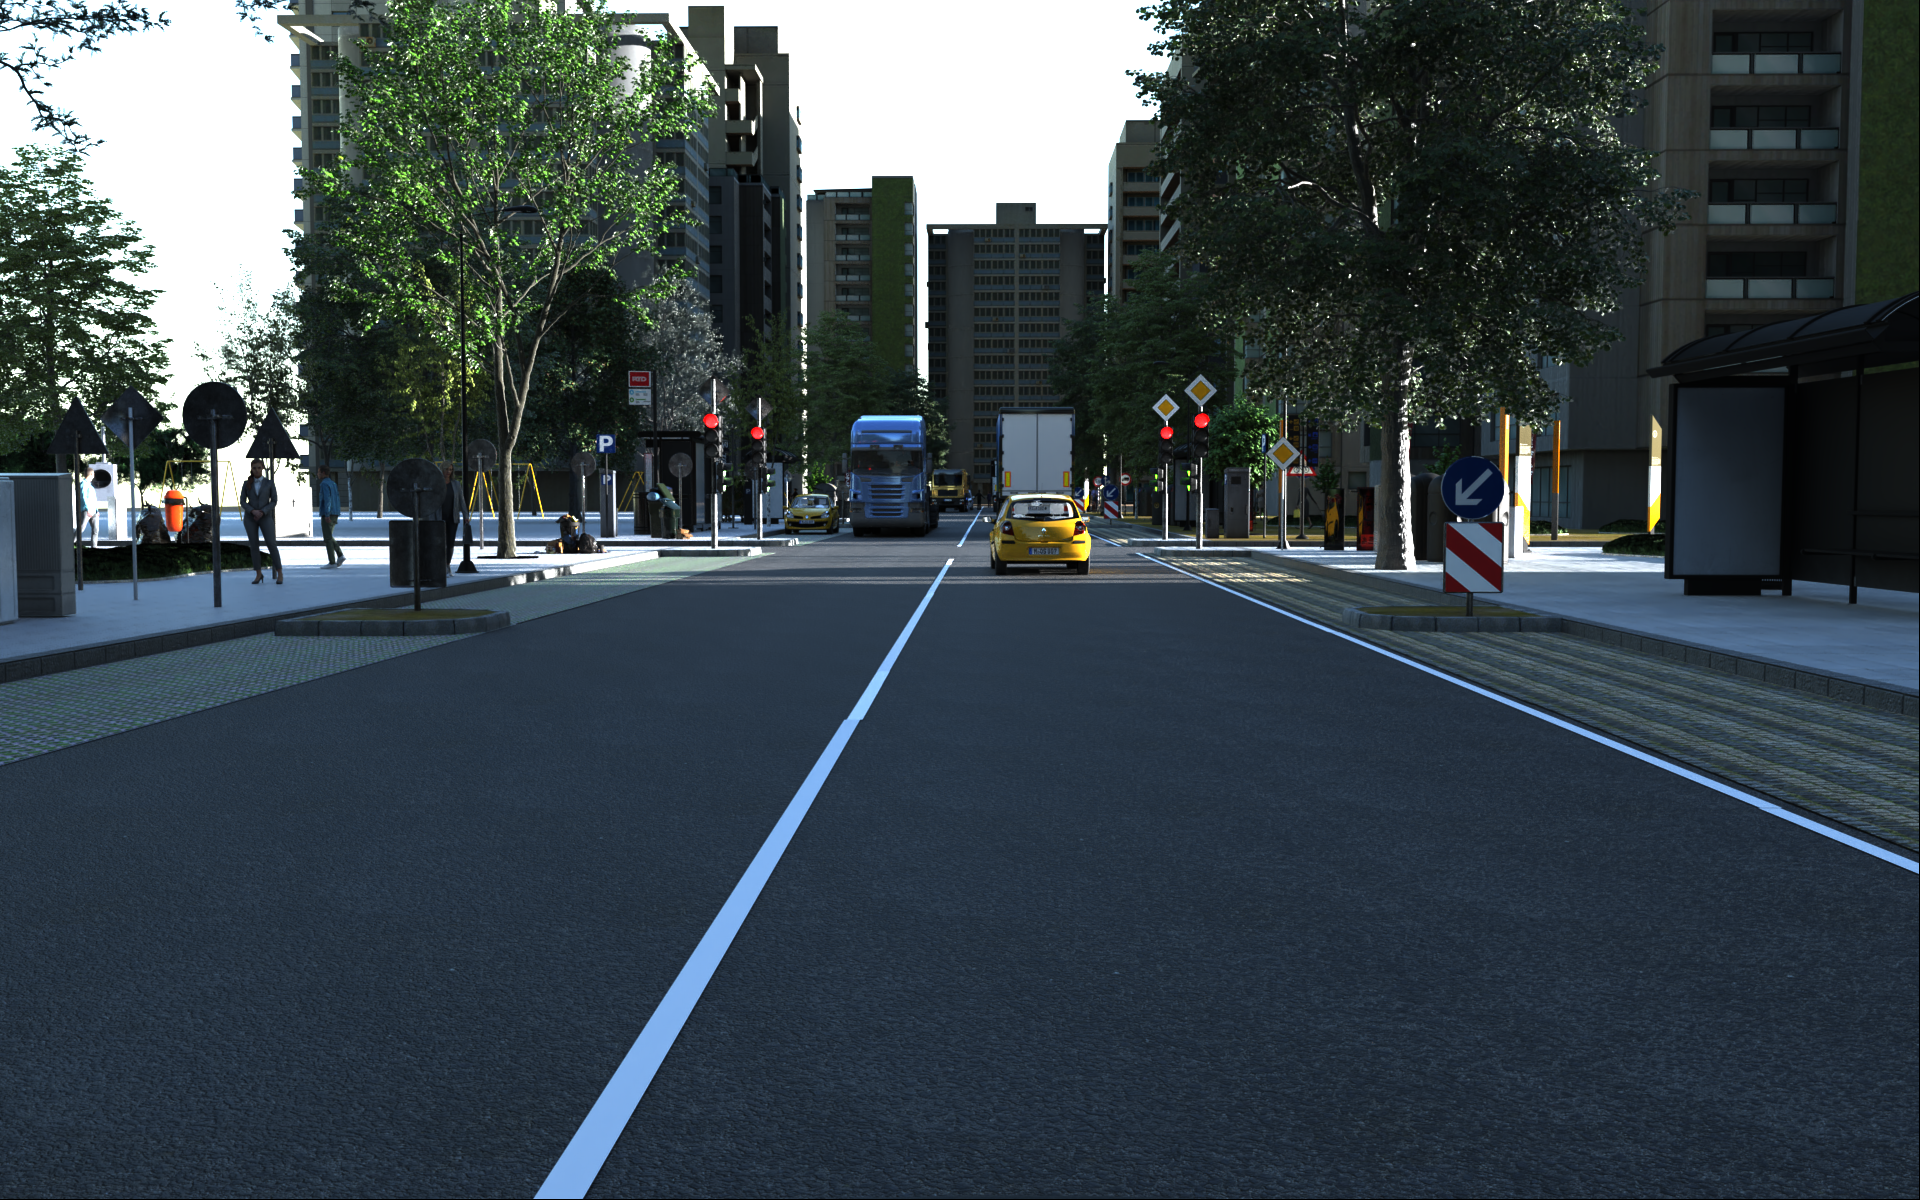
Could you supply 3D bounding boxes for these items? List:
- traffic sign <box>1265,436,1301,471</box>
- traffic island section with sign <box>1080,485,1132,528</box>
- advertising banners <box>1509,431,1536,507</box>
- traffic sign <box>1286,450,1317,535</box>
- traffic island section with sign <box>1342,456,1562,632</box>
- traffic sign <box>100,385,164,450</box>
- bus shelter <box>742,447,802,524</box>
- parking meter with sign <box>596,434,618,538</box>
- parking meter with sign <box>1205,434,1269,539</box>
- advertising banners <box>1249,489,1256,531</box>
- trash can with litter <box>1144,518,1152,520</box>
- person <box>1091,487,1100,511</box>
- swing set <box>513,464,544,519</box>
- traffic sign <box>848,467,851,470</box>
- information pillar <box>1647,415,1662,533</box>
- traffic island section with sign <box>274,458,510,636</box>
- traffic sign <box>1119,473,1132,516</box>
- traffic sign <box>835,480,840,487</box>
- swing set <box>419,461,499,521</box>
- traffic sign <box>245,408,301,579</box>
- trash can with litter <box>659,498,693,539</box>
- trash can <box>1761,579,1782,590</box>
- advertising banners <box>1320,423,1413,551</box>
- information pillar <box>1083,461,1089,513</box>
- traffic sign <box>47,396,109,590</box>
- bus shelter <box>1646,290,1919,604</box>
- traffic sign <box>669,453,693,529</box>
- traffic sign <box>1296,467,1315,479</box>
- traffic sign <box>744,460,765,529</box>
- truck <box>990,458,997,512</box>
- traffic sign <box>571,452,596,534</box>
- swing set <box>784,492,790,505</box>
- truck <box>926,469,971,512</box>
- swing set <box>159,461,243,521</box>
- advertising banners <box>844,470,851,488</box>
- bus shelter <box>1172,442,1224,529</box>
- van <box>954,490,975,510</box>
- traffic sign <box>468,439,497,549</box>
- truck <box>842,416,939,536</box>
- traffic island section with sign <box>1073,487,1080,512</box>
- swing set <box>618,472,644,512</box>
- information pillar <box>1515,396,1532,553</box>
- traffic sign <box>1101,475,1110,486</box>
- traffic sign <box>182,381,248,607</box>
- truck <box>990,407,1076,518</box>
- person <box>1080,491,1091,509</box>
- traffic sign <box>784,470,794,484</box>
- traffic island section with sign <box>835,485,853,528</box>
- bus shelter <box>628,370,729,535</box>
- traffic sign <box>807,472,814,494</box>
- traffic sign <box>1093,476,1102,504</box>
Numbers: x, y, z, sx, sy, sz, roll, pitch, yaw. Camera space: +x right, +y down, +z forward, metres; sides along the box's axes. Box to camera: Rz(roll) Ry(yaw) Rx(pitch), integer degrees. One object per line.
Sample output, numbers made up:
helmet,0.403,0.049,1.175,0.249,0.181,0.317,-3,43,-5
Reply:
traffic sign,7.361,-2.426,39.395,0.795,2.593,0.064,0,4,7
traffic island section with sign,6.226,-3.950,73.213,1.989,1.847,2.006,0,4,1
advertising banners,15.789,-3.230,48.992,0.090,3.025,2.074,0,4,-7
traffic sign,10.038,-3.118,50.978,0.884,2.594,0.081,0,4,8
traffic island section with sign,5.247,-0.623,18.814,1.989,1.847,2.006,0,4,1
traffic sign,-10.036,-1.301,21.007,0.795,2.593,0.064,0,4,3
bus shelter,-8.254,-5.047,76.446,2.014,3.302,5.546,0,4,1
parking meter with sign,-10.435,-3.375,51.436,0.543,3.016,1.738,0,4,-7
parking meter with sign,7.997,-3.293,50.105,1.738,3.016,0.543,0,4,-3
advertising banners,9.955,-3.866,59.391,0.090,3.025,2.074,2,4,30
trash can with litter,9.863,-4.523,85.009,1.678,1.210,2.233,0,4,5
person,9.961,-7.439,127.532,0.709,1.838,0.599,-1,4,-10
swing set,-23.292,-5.598,89.146,3.119,2.851,2.862,1,4,14
traffic sign,-6.916,-7.988,124.470,2.265,3.308,0.079,0,4,3
information pillar,20.602,-3.672,51.386,0.504,3.616,0.183,-2,4,-34
traffic island section with sign,-5.879,-0.591,18.298,1.989,1.847,2.006,0,4,1
traffic sign,9.877,-6.324,103.496,0.768,2.556,0.104,0,4,5
traffic sign,-8.804,-7.360,122.463,0.606,2.300,0.079,0,4,3
swing set,-24.060,-5.227,83.089,3.119,2.851,2.862,1,4,18
traffic sign,-10.350,-1.595,26.081,0.884,2.594,0.081,1,4,8
trash can with litter,-8.086,-2.330,49.485,1.055,1.170,0.624,2,4,32
trash can,10.912,-0.721,23.442,0.748,1.137,0.748,0,3,0
advertising banners,9.205,-2.629,39.174,2.074,3.025,0.090,2,4,24
information pillar,8.546,-7.701,117.266,0.183,3.616,0.504,2,4,35
traffic sign,-11.737,-1.409,23.041,0.884,2.594,0.081,0,4,7
bus shelter,9.698,-1.556,19.366,2.014,3.302,5.546,0,4,1
traffic sign,-8.619,-3.259,53.396,0.768,2.556,0.104,1,4,8
traffic sign,11.303,-3.485,57.082,0.768,2.556,0.104,0,4,7
traffic sign,-7.428,-3.831,62.747,0.768,2.556,0.104,0,4,3
truck,3.874,-9.269,140.464,2.839,4.237,11.283,0,4,1
traffic sign,-11.299,-3.170,51.928,0.768,2.556,0.104,0,4,8
swing set,-13.616,-7.643,122.580,2.862,2.851,3.119,-1,4,-23
truck,-0.758,-8.646,137.286,3.469,3.379,9.791,0,4,3
swing set,-35.491,-5.106,81.098,3.119,2.851,2.862,0,4,-2
advertising banners,-7.259,-7.770,123.231,2.074,3.025,0.090,0,4,6
bus shelter,9.035,-4.339,64.862,2.014,3.302,5.546,0,4,1
van,0.326,-8.947,153.287,2.013,2.044,4.112,0,4,2
traffic sign,-11.085,-2.444,40.073,0.768,2.556,0.104,1,4,9
truck,-2.266,-4.616,65.227,2.967,4.110,18.799,0,4,1
traffic island section with sign,6.699,-5.599,100.164,1.989,1.847,2.006,0,4,1
swing set,-22.555,-7.618,122.177,2.862,2.851,3.119,0,4,-1
information pillar,12.308,-2.843,37.832,0.504,3.616,0.183,-3,5,-40
traffic sign,9.992,-7.227,118.273,0.768,2.556,0.104,0,4,7
traffic sign,-8.428,-1.192,19.589,0.768,2.556,0.104,0,4,5
truck,2.537,-4.438,61.469,2.839,4.237,11.283,0,4,1
person,9.669,-7.639,130.957,1.348,1.821,0.705,-2,4,-29
traffic sign,-9.258,-5.681,92.617,0.795,2.593,0.064,0,4,6
traffic island section with sign,-4.915,-3.963,73.420,1.989,1.847,2.006,0,4,1
bus shelter,-9.610,-4.966,58.827,2.179,5.291,8.768,0,4,1
traffic sign,-8.282,-5.964,97.619,0.768,2.556,0.104,0,4,4
traffic sign,9.714,-7.436,121.680,0.768,2.556,0.104,0,4,8
